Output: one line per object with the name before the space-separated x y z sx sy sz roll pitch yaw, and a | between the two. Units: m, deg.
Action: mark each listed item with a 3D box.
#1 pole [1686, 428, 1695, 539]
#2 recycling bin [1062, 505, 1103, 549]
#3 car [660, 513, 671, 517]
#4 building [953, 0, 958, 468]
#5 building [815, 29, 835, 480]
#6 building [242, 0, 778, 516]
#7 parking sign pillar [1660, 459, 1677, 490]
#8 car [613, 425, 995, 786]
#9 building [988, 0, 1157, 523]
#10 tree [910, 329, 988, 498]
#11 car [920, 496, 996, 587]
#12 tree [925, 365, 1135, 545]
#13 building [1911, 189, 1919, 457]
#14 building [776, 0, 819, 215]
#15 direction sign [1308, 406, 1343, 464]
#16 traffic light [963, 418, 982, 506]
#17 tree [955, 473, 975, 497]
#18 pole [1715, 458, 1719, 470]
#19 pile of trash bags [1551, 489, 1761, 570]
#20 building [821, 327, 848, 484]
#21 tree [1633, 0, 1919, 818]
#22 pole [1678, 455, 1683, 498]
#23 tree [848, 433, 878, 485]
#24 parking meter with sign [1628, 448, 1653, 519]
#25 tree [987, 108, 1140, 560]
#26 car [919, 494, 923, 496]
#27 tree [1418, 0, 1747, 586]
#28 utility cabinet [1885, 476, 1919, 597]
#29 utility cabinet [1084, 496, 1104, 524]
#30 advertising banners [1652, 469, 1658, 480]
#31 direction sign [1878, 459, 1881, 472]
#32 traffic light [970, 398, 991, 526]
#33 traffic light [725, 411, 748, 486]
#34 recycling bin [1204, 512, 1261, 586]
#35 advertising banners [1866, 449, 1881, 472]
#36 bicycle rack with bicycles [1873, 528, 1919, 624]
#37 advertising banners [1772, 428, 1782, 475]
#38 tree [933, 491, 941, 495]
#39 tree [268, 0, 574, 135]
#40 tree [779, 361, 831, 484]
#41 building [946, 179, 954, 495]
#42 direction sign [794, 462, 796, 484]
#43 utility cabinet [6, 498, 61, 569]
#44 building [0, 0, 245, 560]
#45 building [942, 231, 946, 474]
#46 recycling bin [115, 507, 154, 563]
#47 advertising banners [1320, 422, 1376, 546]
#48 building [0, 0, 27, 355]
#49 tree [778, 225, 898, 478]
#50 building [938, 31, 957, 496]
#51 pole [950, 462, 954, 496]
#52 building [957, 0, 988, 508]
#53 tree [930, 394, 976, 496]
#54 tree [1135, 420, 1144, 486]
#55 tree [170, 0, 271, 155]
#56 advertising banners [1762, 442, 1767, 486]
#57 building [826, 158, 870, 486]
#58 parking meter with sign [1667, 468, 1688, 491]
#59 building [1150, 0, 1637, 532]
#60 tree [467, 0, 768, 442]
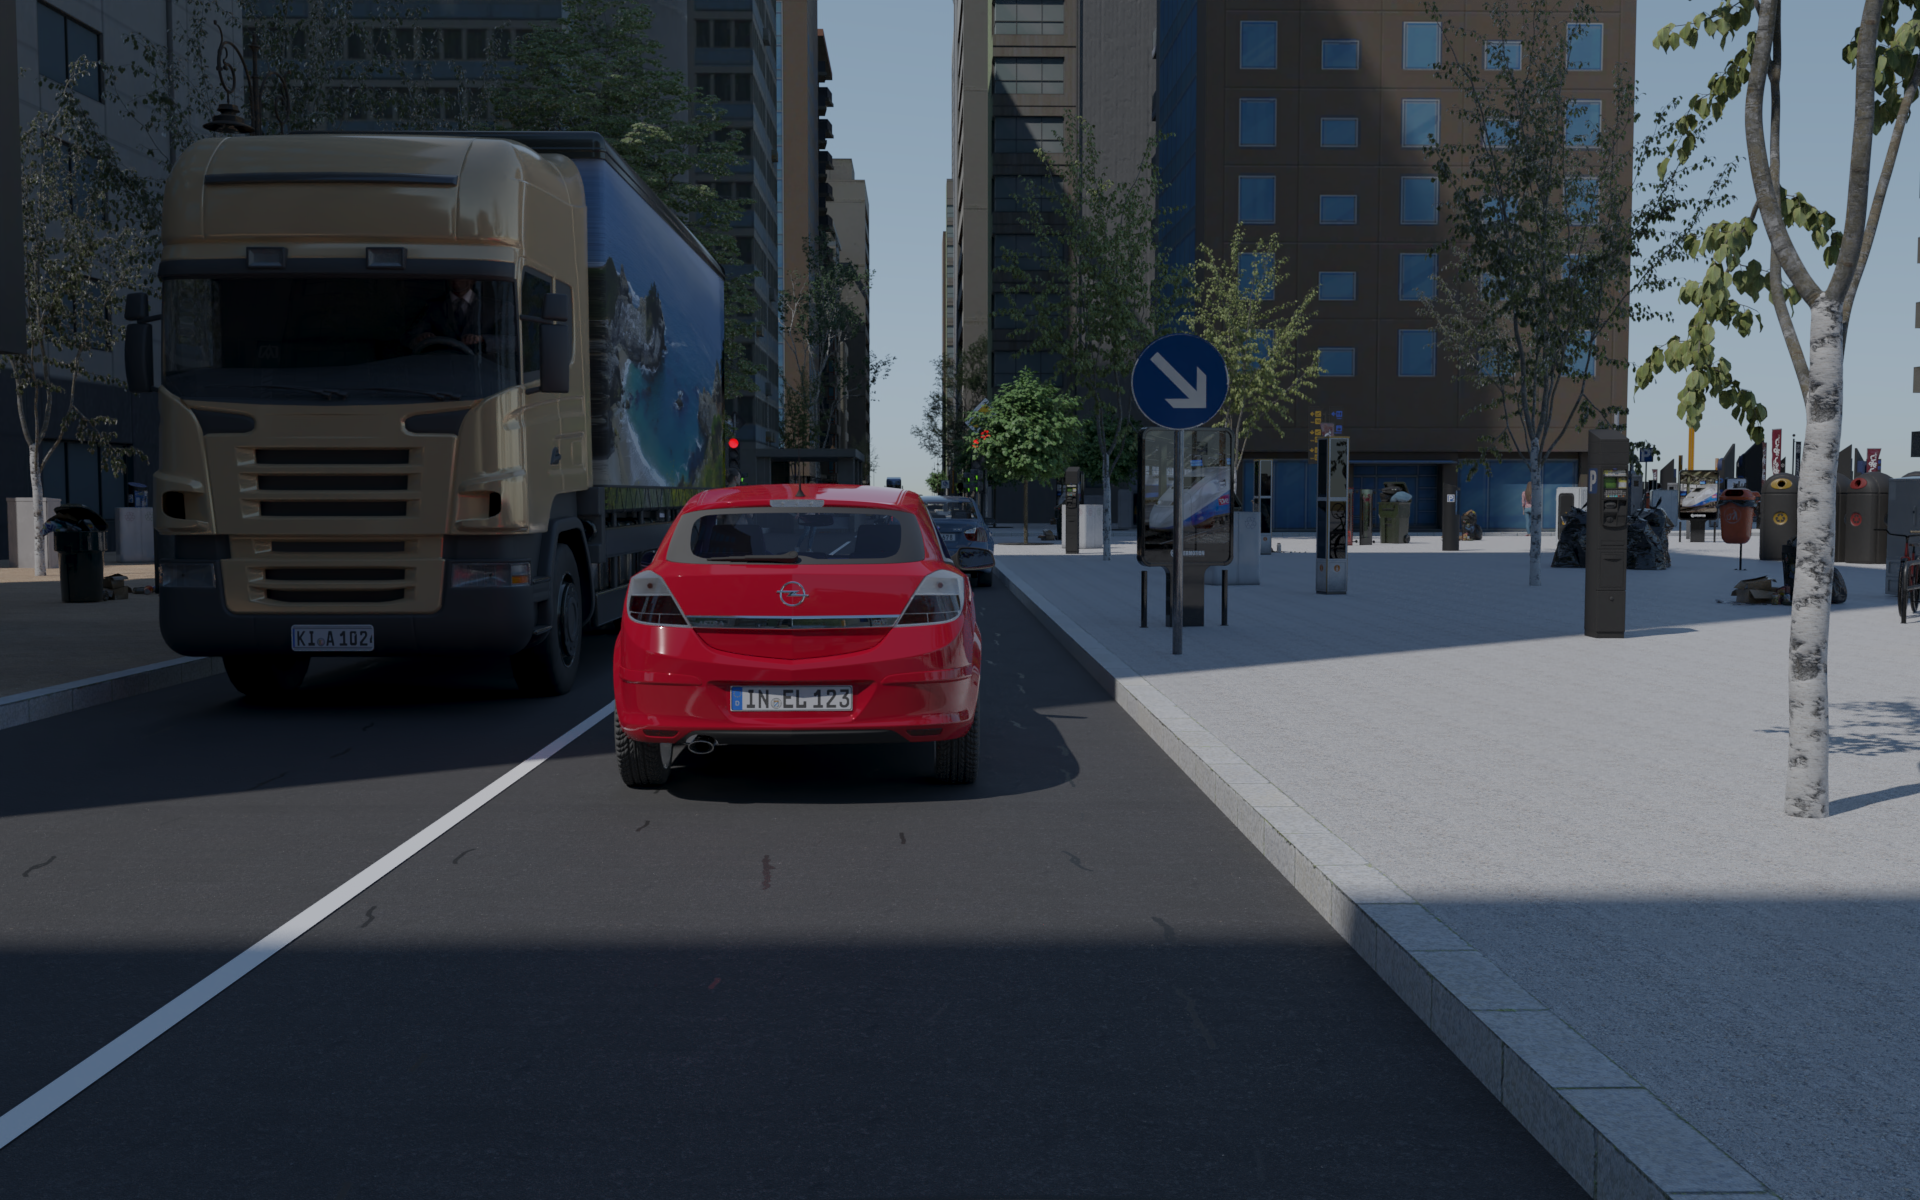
pole | 20.714 -3.380 49.104 0.158 3.312 0.155 0 3 0
recycling bin | 2.887 -1.730 40.843 0.722 1.027 0.722 3 5 40
car | -11.212 -2.564 54.282 4.827 1.381 2.083 0 4 -1
building | 9.775 -39.862 193.749 21.231 58.520 28.212 0 4 -1
building | -23.128 -30.993 161.364 22.147 44.769 28.867 0 4 -1
building | -20.196 -23.112 69.764 32.217 40.220 23.993 0 4 -1
parking sign pillar | 54.278 -8.826 132.771 1.447 3.967 1.447 -1 4 -22
car | -0.844 -0.060 10.022 2.155 1.783 4.494 0 4 -2
building | 8.259 -24.350 81.709 14.154 41.232 14.086 0 4 -1
tree | 0.783 -9.974 97.482 7.601 10.594 8.767 -1 4 -10
car | -0.399 -0.980 28.028 2.014 1.417 4.499 0 4 -2
tree | 1.758 -3.677 43.841 4.285 4.588 4.351 0 3 0
building | 52.382 -27.286 69.835 21.600 48.544 21.300 0 4 -1
building | -18.728 -29.954 139.856 14.600 45.320 14.200 0 4 -1
direction sign | 9.459 -3.232 44.847 0.876 3.537 0.379 0 4 3
traffic light | 0.531 -4.261 58.595 0.839 4.253 0.868 0 4 -1
tree | 0.116 -8.651 136.044 1.663 3.219 1.824 0 3 0
pole | 43.029 -6.402 98.516 0.158 3.312 0.155 0 3 0
pile of trash bags | 11.950 -1.233 29.912 3.447 1.369 1.912 3 5 42
building | -26.725 -21.149 190.825 27.650 21.520 28.899 0 4 -1
tree | 3.609 -3.448 6.741 4.737 8.622 4.395 0 3 0
pole | 37.694 -5.922 90.675 0.158 3.312 0.155 0 3 0
tree | -11.839 -15.811 208.866 4.360 8.622 3.978 0 3 0
parking meter with sign | 25.046 -4.177 64.563 1.738 3.016 0.543 -2 4 -33
tree | 2.742 -5.056 33.034 4.737 8.622 4.395 0 3 0
car | -2.893 -5.939 107.324 2.015 1.641 3.980 0 4 -3
tree | 8.105 -4.491 23.796 4.360 8.622 3.978 0 3 0
utility cabinet | 11.799 -0.769 21.256 0.318 1.500 1.173 0 4 3
utility cabinet | 5.668 -3.826 73.721 1.020 1.237 0.306 0 4 4
advertising banners | 49.023 -7.621 120.792 2.074 3.025 0.090 -1 4 -21
direction sign | 58.642 -7.294 111.251 0.876 3.537 0.379 2 4 35
traffic light | 0.725 -3.773 50.612 0.839 4.253 0.868 0 4 -1
traffic light | -7.577 -4.248 58.383 0.839 4.253 0.868 0 4 -1
recycling bin | 3.814 -0.740 24.652 0.722 1.027 0.722 -1 4 -14
advertising banners | 34.009 -4.274 66.069 2.074 3.025 0.090 0 4 8
bicycle rack with bicycles | 10.382 -0.233 17.192 2.852 0.926 2.925 3 5 41
advertising banners | 21.866 -3.024 45.627 0.090 3.025 2.074 0 4 -1
tree | -3.280 -15.088 241.293 1.663 3.219 1.824 0 3 0
tree | -7.533 -4.695 27.129 4.360 8.622 3.978 0 3 0
tree | -9.207 -8.944 96.595 4.737 8.622 4.395 0 3 0
building | 5.156 -33.230 226.905 14.154 41.232 14.086 0 4 -1
direction sign | -8.396 -5.889 88.281 0.379 3.537 0.876 -1 4 -11
utility cabinet | -16.048 -1.155 30.049 1.020 1.237 0.306 2 4 25
building | -28.998 -36.560 36.011 20.611 71.187 20.563 0 4 -1
building | 4.001 -38.874 285.691 14.600 45.320 14.200 0 4 -1
recycling bin | -15.486 -1.229 32.655 0.722 1.027 0.722 -2 4 -32
advertising banners | 9.600 -2.858 42.917 2.074 3.025 0.090 -3 4 -37
building | -16.240 -21.962 9.194 14.600 45.320 14.200 0 4 -1
tree | -10.956 -16.433 124.575 12.611 20.169 13.585 0 3 0
building | 6.887 -50.724 267.594 20.563 71.187 20.611 0 4 -1
pole | -0.506 -7.201 111.575 0.158 3.312 0.155 0 3 0
building | 10.657 -32.065 147.957 21.300 48.544 21.600 0 4 -1
tree | -0.180 -10.672 124.846 4.360 8.622 3.978 0 3 0
tree | 5.300 -4.743 61.259 4.285 4.588 4.351 0 3 0
tree | -8.372 -4.319 20.982 4.360 8.622 3.978 0 3 0
advertising banners | 27.546 -3.836 58.904 0.090 3.025 2.074 3 5 40
building | -24.139 -38.470 252.679 21.300 48.544 21.600 0 4 -1
parking meter with sign | 48.562 -7.445 117.979 1.738 3.016 0.543 2 4 31
building | 14.982 -25.273 63.318 14.200 45.320 14.600 0 4 -1
tree | -8.413 -7.441 39.782 7.486 12.596 7.792 0 3 0
